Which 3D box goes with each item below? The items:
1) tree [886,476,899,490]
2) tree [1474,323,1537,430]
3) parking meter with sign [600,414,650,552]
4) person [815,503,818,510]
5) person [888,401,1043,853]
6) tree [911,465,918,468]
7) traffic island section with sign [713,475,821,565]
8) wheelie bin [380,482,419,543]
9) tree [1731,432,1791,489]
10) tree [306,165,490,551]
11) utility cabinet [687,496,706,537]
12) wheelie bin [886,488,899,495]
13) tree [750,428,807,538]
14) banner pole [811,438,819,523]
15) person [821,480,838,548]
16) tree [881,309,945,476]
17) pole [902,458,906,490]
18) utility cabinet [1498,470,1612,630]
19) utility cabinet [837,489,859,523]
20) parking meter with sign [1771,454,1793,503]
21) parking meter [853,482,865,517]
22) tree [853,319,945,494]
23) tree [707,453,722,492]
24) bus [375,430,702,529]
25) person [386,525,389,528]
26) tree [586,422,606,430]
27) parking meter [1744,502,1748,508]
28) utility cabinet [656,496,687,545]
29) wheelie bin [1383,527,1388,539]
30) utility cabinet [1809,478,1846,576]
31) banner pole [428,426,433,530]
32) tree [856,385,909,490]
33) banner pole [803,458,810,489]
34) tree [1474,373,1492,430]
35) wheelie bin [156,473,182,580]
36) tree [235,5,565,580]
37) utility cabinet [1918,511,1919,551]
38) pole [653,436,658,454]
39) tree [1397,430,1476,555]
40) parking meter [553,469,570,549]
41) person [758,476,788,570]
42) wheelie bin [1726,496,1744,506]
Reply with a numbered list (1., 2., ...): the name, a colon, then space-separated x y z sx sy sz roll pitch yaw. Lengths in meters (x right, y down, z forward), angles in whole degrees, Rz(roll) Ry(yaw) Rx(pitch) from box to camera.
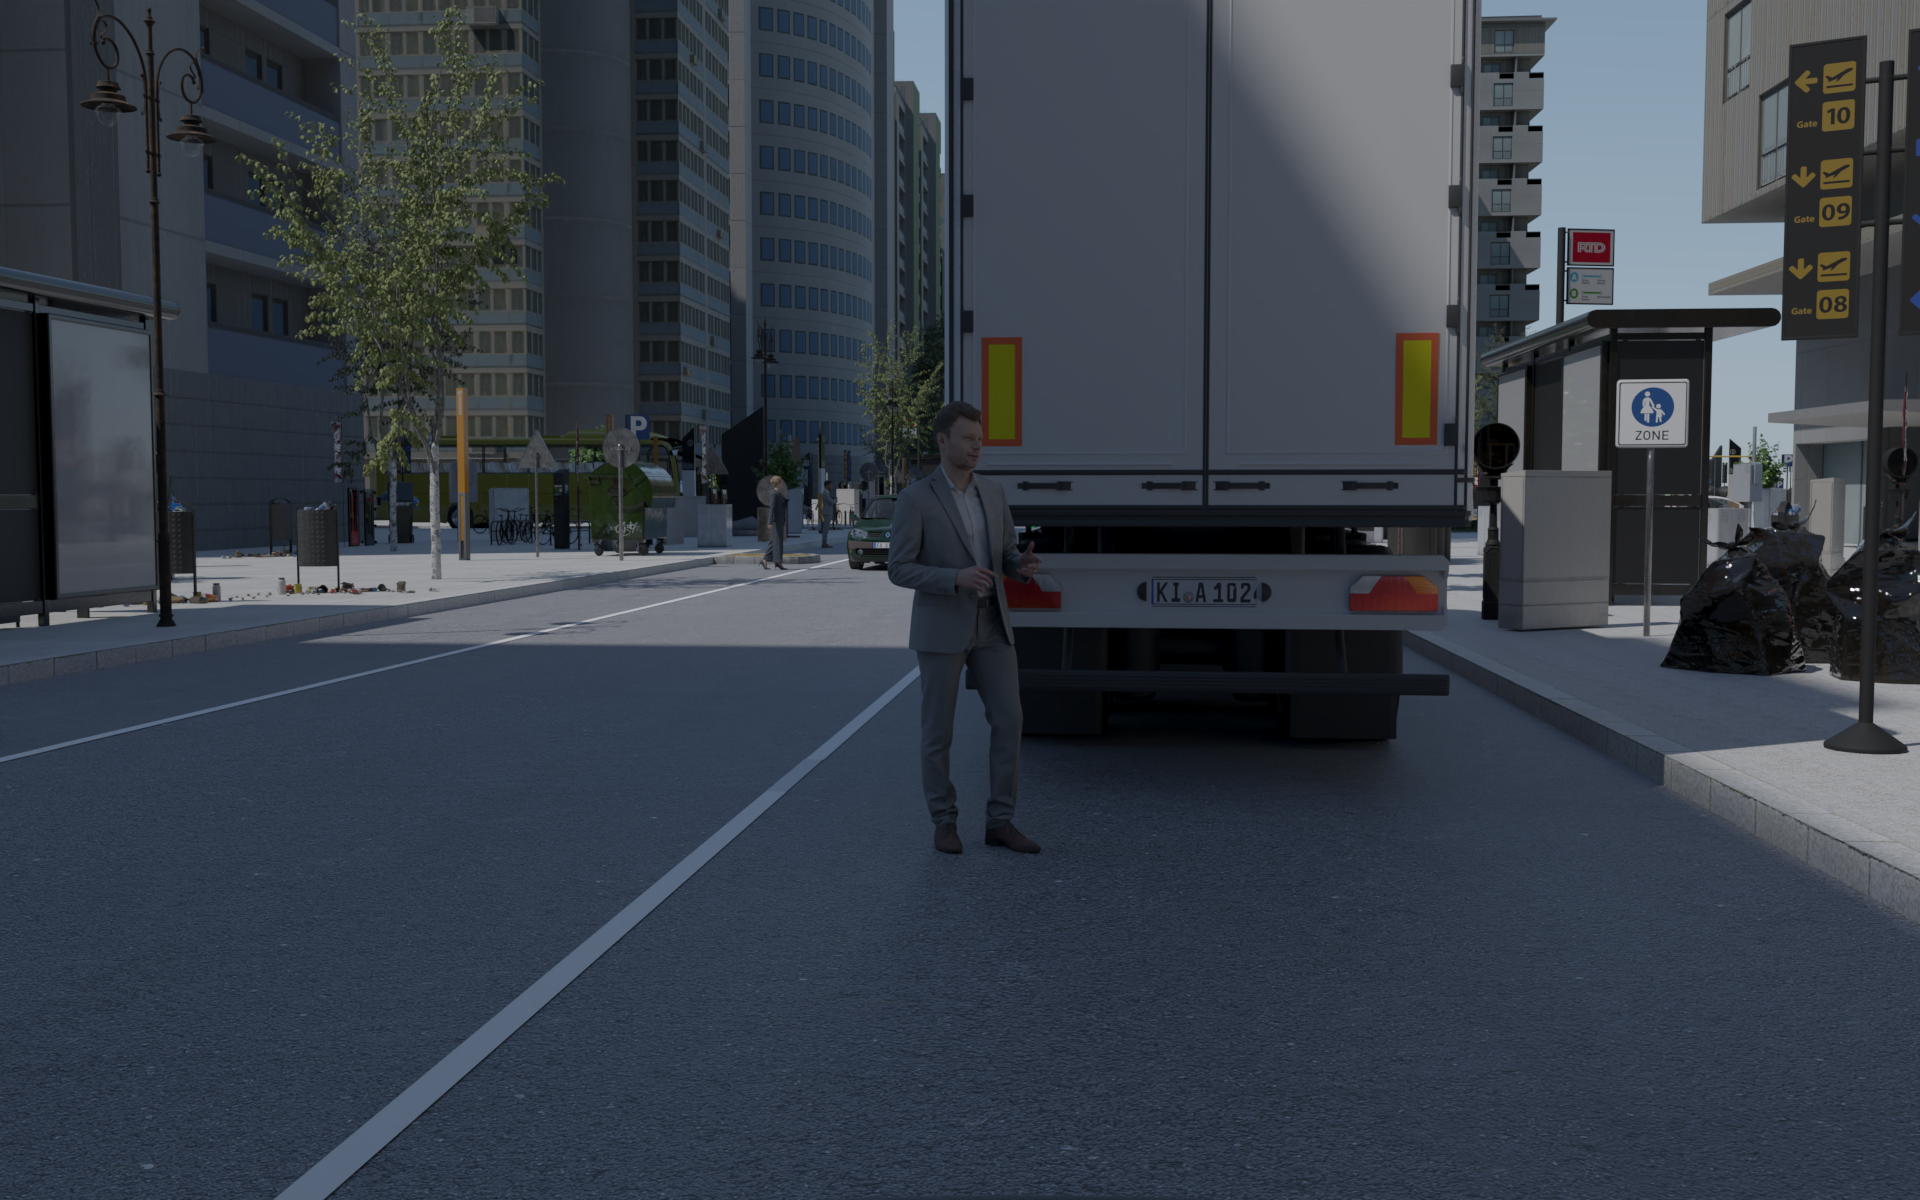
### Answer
1. tree: -5.087 -7.936 124.357 1.663 3.219 1.824 0 3 0
2. tree: 23.938 -7.627 75.068 4.360 8.622 3.978 0 3 0
3. parking meter with sign: -7.551 -2.594 38.668 0.543 3.016 1.738 -3 4 -36
4. person: -5.296 -3.564 66.681 0.656 1.842 0.836 1 4 15
5. person: 0.052 0.110 6.901 0.606 1.804 0.583 -3 4 -37
6. tree: -2.697 -9.775 143.531 4.285 4.588 4.351 0 3 0
7. traffic island section with sign: -3.980 -1.686 36.195 1.989 1.847 2.006 0 4 5
8. wheelie bin: -14.642 -2.284 45.249 0.980 1.594 0.693 -1 4 -18
9. tree: 25.186 -3.676 54.705 1.663 3.219 1.824 0 3 0
10. tree: -12.735 -5.414 38.885 4.360 8.622 3.978 0 3 0
11. utility cabinet: -8.082 -2.483 51.751 1.020 1.237 0.306 -3 5 -43
12. wheelie bin: -3.221 -4.615 83.360 0.693 1.594 0.980 -2 4 -30
13. tree: -5.368 -3.454 51.078 1.663 3.219 1.824 0 3 0
14. banner pole: -6.258 -5.357 77.604 0.401 3.779 0.863 -1 4 -21
15. person: -3.483 -2.300 46.282 0.466 1.800 0.511 -1 4 -18
16. tree: -0.219 -11.541 105.705 9.611 12.733 9.660 0 3 0
17. pole: -3.133 -6.323 97.230 0.158 3.312 0.155 0 3 0
18. utility cabinet: 5.650 -0.476 16.464 1.173 1.500 0.318 -2 4 -30
19. utility cabinet: -4.908 -4.115 75.965 0.318 1.500 1.173 -3 5 -45
20. parking meter with sign: 36.058 -4.913 76.583 0.543 3.016 1.738 0 4 -8
21. parking meter: -4.946 -4.779 83.855 0.399 1.863 0.255 2 4 34
22. tree: -2.727 -7.559 73.945 4.737 8.622 4.395 0 3 0
23. tree: -10.830 -5.162 79.000 1.663 3.219 1.824 0 3 0
24. bus: -16.152 -4.610 66.923 12.252 3.916 2.896 0 4 4
25. person: -22.685 -3.466 69.444 0.640 1.303 0.475 0 4 -7
26. tree: -16.338 -5.848 79.326 4.285 4.588 4.351 0 3 0
27. parking meter: 24.004 -2.866 52.566 0.399 1.863 0.255 -1 4 -18
28. utility cabinet: -7.411 -2.022 44.216 0.306 1.237 1.020 1 4 17
29. wheelie bin: 12.121 -2.548 49.560 0.980 1.594 0.693 2 4 31
30. utility cabinet: 12.087 -0.948 24.176 0.318 1.500 1.173 2 4 34
31. banner pole: -18.856 -4.392 61.831 0.401 3.779 0.863 0 4 -2
32. tree: -4.907 -10.156 116.419 4.360 8.622 3.978 0 3 0
33. banner pole: -9.283 -7.111 106.280 0.863 3.779 0.401 -1 4 -12
34. tree: 25.864 -8.627 91.415 4.737 8.622 4.395 0 3 0
35. wheelie bin: -12.133 -1.101 25.918 0.980 1.594 0.693 -1 4 -14
36. tree: -8.119 -4.612 25.772 4.737 8.622 4.395 0 3 0
37. utility cabinet: 10.945 -0.463 18.734 1.020 1.237 0.306 2 4 29
38. pole: -10.690 -4.103 60.930 0.158 3.312 0.155 0 3 0
39. tree: 5.963 -1.720 22.723 1.663 3.219 1.824 0 3 0
40. parking meter: -9.305 -2.125 40.447 0.255 1.863 0.399 1 4 11
41. person: -3.510 -1.456 32.728 0.534 1.772 0.576 -1 4 -20
42. wheelie bin: 38.007 -4.697 84.701 0.980 1.594 0.693 1 4 14
